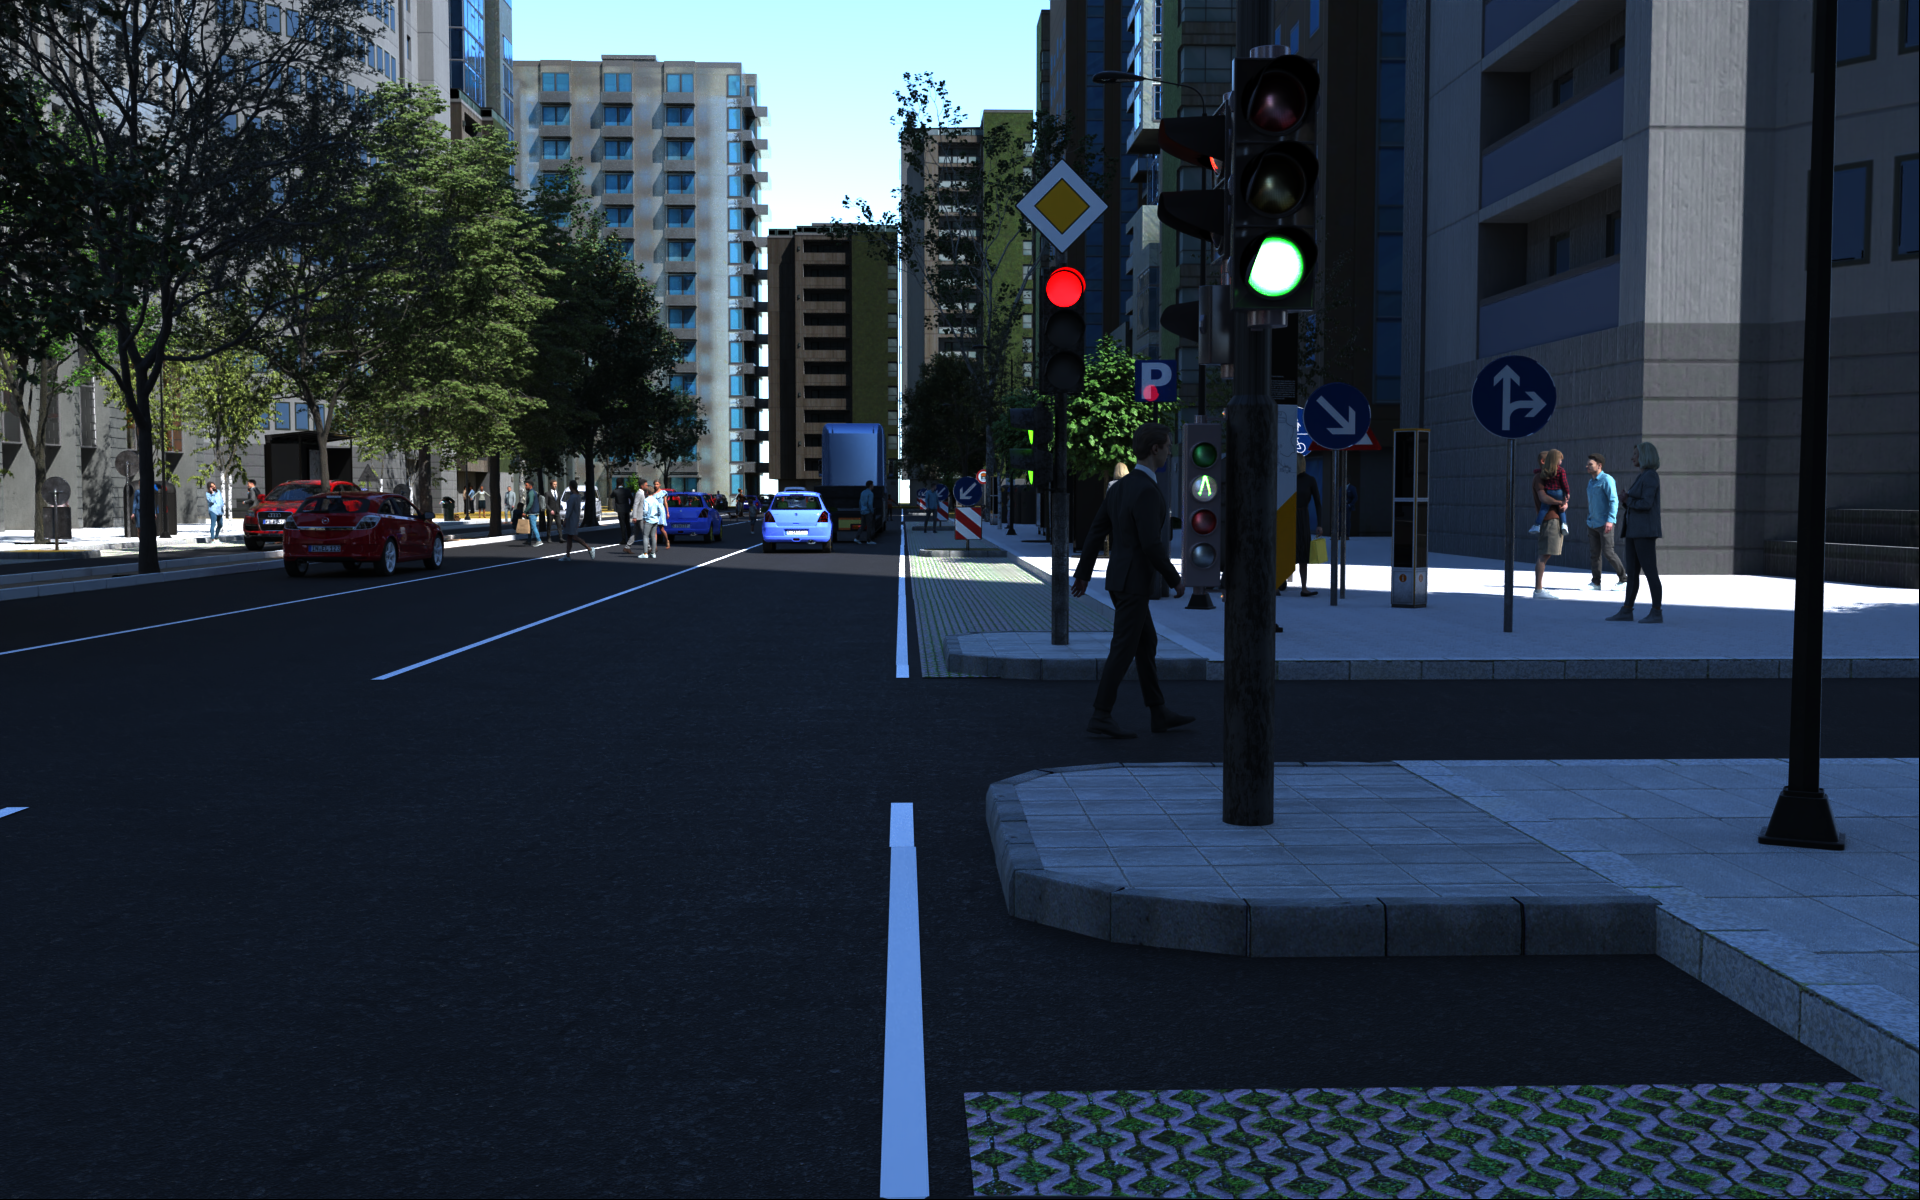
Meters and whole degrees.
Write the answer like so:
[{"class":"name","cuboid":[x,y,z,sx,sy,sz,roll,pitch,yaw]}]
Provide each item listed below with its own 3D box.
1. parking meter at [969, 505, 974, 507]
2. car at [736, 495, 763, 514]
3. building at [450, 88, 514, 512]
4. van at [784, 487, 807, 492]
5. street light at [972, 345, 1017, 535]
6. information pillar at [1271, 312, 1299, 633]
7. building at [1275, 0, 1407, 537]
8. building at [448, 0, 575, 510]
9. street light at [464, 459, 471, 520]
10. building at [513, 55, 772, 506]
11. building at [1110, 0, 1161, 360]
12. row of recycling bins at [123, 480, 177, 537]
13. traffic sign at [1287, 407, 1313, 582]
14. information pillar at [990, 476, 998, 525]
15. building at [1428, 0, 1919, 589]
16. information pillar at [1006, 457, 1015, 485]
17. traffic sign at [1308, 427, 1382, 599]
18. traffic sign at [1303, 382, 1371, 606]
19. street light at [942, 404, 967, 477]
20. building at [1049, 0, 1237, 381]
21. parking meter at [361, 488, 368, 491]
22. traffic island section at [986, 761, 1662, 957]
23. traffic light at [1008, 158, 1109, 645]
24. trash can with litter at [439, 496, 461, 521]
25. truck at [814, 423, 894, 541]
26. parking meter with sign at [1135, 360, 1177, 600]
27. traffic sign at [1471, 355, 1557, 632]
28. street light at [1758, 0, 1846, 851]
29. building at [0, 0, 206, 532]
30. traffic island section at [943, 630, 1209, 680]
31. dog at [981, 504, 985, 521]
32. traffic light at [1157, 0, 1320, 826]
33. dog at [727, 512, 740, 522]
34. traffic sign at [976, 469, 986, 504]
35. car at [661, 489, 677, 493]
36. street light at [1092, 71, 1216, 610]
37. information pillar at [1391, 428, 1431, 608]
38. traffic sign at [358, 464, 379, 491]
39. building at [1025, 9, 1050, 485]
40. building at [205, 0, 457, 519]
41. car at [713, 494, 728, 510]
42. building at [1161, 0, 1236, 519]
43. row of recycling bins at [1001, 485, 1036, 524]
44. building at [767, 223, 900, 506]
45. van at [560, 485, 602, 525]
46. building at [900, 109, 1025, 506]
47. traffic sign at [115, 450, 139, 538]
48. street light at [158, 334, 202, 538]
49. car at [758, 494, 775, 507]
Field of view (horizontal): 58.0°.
[{"class":"parking meter","cuboid":[0.451,-4.372,79.888,0.372,1.533,0.369,0,3,0]},{"class":"car","cuboid":[-14.994,-6.768,123.233,1.945,1.354,3.894,0,4,-3]},{"class":"building","cuboid":[-40.675,-21.523,123.600,14.160,30.474,14.107,0,4,-2]},{"class":"van","cuboid":[-9.637,-5.804,101.906,2.013,2.044,4.112,0,4,-3]},{"class":"street light","cuboid":[1.074,-4.988,54.100,1.470,5.913,1.316,0,4,-2]},{"class":"information pillar","cuboid":[2.880,-1.508,16.010,0.504,3.616,0.183,-1,4,-22]},{"class":"building","cuboid":[17.435,-24.919,57.543,14.600,45.320,14.200,0,4,-2]},{"class":"building","cuboid":[-50.012,-50.770,142.762,31.000,86.520,22.319,0,4,-2]},{"class":"street light","cuboid":[-23.744,-6.893,85.236,1.470,5.913,1.316,0,4,-2]},{"class":"building","cuboid":[-36.100,-34.995,191.780,30.456,49.044,23.786,0,4,-2]},{"class":"building","cuboid":[19.378,-48.904,112.256,22.319,86.520,31.000,0,4,-2]},{"class":"row of recycling bins","cuboid":[-24.736,-2.798,52.853,1.069,1.692,3.534,-1,4,-12]},{"class":"traffic sign","cuboid":[4.817,-1.535,25.198,0.768,2.556,0.104,0,4,3]},{"class":"information pillar","cuboid":[1.439,-4.116,71.786,0.304,2.012,0.304,-1,4,-23]},{"class":"building","cuboid":[24.591,-29.883,30.582,28.212,58.520,21.231,0,4,-2]},{"class":"information pillar","cuboid":[2.545,-5.914,88.051,0.504,3.616,0.183,1,4,9]},{"class":"traffic sign","cuboid":[4.690,-1.294,21.163,0.884,2.594,0.081,0,4,7]},{"class":"traffic sign","cuboid":[4.300,-1.207,19.844,0.768,2.556,0.104,0,4,6]},{"class":"street light","cuboid":[-0.207,-7.138,89.251,1.470,5.913,1.316,0,4,-2]},{"class":"building","cuboid":[14.504,-29.726,136.122,14.600,45.320,14.200,0,4,-2]},{"class":"parking meter","cuboid":[-24.731,-3.879,71.825,0.372,1.533,0.369,0,3,0]},{"class":"traffic island section","cuboid":[1.142,0.946,6.807,2.009,0.180,2.903,0,4,-2]},{"class":"traffic light","cuboid":[0.836,-1.575,14.673,0.839,4.253,0.868,0,4,-2]},{"class":"trash can with litter","cuboid":[-24.158,-4.325,82.108,0.624,1.170,1.055,1,4,15]},{"class":"truck","cuboid":[-3.970,-4.305,60.149,2.967,4.110,18.799,0,4,-1]},{"class":"parking meter with sign","cuboid":[2.415,-1.559,21.755,0.543,3.016,1.738,1,4,9]},{"class":"traffic sign","cuboid":[5.095,-0.974,16.023,0.768,2.556,0.104,0,4,6]},{"class":"street light","cuboid":[2.574,-2.060,6.216,1.470,5.913,1.316,0,4,-2]},{"class":"building","cuboid":[-37.927,-17.286,60.124,11.434,29.767,29.804,0,4,-2]},{"class":"traffic island section","cuboid":[0.876,0.458,14.788,2.009,0.180,2.903,0,4,-2]},{"class":"dog","cuboid":[1.295,-4.130,81.903,0.800,0.831,0.513,-1,4,-18]},{"class":"traffic light","cuboid":[-0.987,-1.946,6.481,4.771,5.953,1.251,0,4,-2]},{"class":"dog","cuboid":[-11.693,-4.286,89.369,0.540,0.507,0.406,-3,5,-44]},{"class":"traffic sign","cuboid":[1.210,-5.418,88.683,0.768,2.556,0.104,0,4,1]},{"class":"car","cuboid":[-20.632,-6.835,120.422,2.281,1.827,5.304,0,4,-2]},{"class":"street light","cuboid":[2.152,-2.854,19.208,1.470,5.913,1.316,0,4,-2]},{"class":"information pillar","cuboid":[5.086,-0.921,19.558,0.304,2.012,0.304,3,5,44]},{"class":"traffic sign","cuboid":[-25.329,-4.534,74.128,0.884,2.594,0.081,0,4,-1]},{"class":"building","cuboid":[13.473,-28.566,150.647,14.154,41.232,14.086,0,4,-2]},{"class":"building","cuboid":[-44.144,-34.220,101.497,21.231,58.520,28.212,0,4,-2]},{"class":"car","cuboid":[-22.199,-9.063,157.961,2.009,1.686,4.222,0,4,-1]},{"class":"building","cuboid":[16.091,-24.229,79.737,14.154,41.232,14.086,0,4,-2]},{"class":"row of recycling bins","cuboid":[2.587,-4.170,75.297,1.069,1.692,3.534,-1,4,-22]},{"class":"building","cuboid":[-13.563,-25.427,187.440,14.107,30.474,14.160,0,4,-2]},{"class":"van","cuboid":[-18.190,-4.629,82.702,2.013,2.044,4.112,0,4,-3]},{"class":"building","cuboid":[0.528,-30.819,187.488,14.086,41.232,14.154,0,4,-2]},{"class":"traffic sign","cuboid":[-24.322,-3.090,50.624,0.768,2.556,0.104,0,4,4]},{"class":"street light","cuboid":[-22.572,-4.750,50.206,1.470,5.913,1.316,0,4,-2]},{"class":"car","cuboid":[-15.609,-8.002,140.626,2.009,1.686,4.222,0,4,-1]}]
